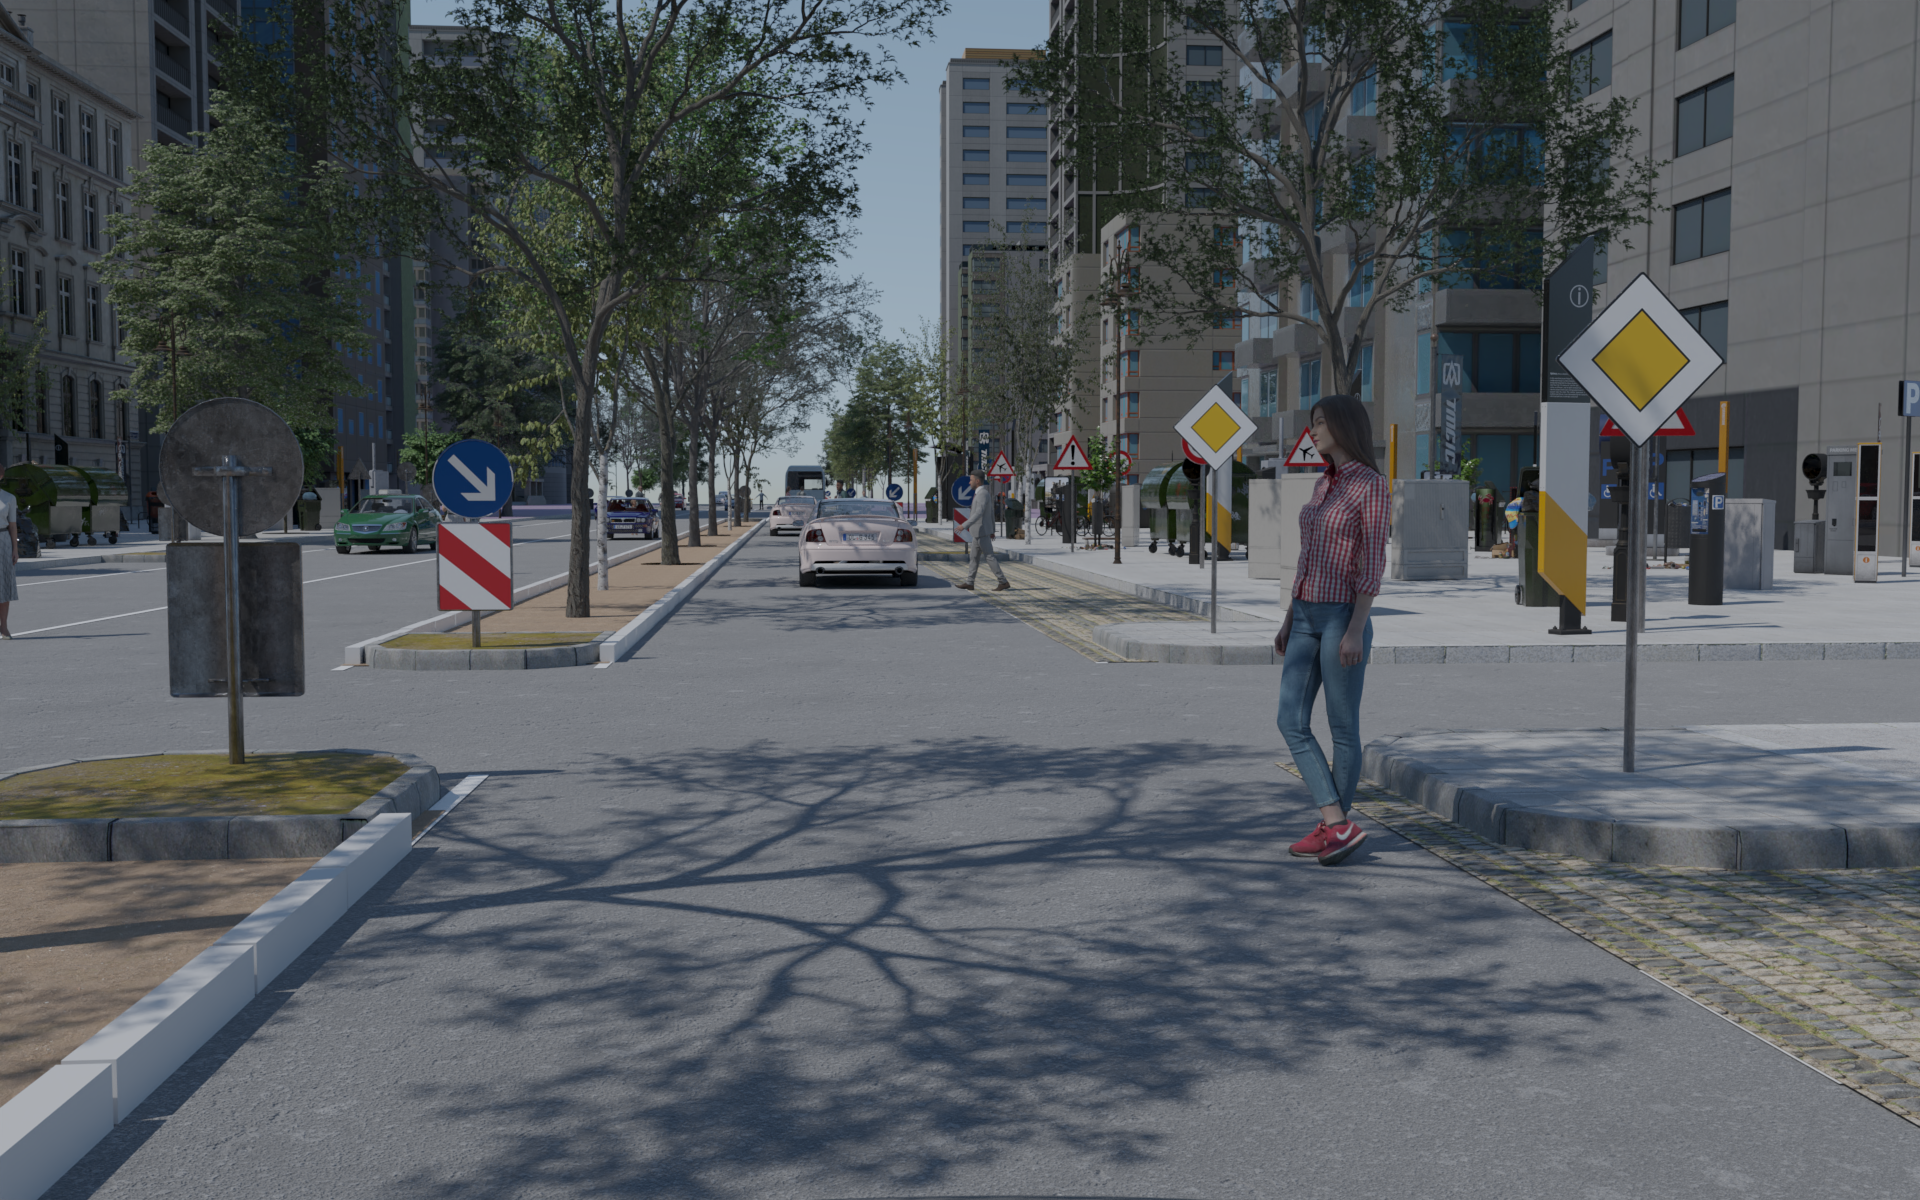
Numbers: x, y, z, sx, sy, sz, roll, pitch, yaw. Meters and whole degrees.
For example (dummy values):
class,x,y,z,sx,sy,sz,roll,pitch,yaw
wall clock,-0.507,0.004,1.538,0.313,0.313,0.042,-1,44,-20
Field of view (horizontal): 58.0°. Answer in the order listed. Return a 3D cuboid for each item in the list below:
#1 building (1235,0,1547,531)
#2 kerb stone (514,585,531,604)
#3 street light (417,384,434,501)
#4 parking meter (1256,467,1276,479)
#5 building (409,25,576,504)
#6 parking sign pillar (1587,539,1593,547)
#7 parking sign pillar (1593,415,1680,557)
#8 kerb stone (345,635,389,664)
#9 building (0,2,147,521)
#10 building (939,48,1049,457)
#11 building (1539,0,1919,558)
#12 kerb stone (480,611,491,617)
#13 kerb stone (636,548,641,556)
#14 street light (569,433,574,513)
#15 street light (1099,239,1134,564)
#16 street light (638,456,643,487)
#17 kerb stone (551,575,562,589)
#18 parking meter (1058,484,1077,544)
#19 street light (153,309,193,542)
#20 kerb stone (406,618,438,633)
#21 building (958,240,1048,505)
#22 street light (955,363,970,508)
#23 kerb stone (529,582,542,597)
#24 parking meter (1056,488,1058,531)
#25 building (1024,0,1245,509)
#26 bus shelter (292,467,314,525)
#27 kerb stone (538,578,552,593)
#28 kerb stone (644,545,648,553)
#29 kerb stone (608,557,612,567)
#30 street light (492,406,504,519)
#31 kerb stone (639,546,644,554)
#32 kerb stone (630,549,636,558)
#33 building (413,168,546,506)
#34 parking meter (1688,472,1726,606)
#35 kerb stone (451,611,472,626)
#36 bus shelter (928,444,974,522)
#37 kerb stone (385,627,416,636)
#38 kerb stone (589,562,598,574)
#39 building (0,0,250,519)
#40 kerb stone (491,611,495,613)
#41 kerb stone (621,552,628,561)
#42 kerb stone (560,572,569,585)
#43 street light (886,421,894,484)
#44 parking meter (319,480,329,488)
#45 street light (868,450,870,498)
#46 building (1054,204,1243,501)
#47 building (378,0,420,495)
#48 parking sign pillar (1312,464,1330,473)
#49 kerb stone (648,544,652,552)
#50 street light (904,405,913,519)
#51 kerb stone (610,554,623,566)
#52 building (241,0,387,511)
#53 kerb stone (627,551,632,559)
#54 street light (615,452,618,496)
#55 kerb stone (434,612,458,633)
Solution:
class,x,y,z,sx,sy,sz,roll,pitch,yaw
building,24.468,-27.668,71.973,23.786,49.044,30.456,0,4,-5
kerb stone,-5.913,-0.059,23.164,0.120,0.150,1.000,0,4,-5
street light,-22.483,-6.129,72.992,0.468,5.910,1.993,0,4,-5
parking meter,6.495,-1.907,36.890,0.399,1.863,0.255,-1,4,-22
building,-61.481,-41.511,220.697,21.231,58.520,28.212,0,4,-5
parking sign pillar,15.762,-3.272,41.975,1.447,3.967,1.447,1,4,22
parking sign pillar,14.249,-2.910,36.056,1.447,3.967,1.447,0,4,2
kerb stone,-5.127,0.441,14.980,0.120,0.150,1.000,0,4,-5
building,-43.483,-15.142,66.651,14.460,24.649,34.723,0,4,-5
building,7.731,-42.500,236.881,21.231,58.520,28.212,0,4,-5
building,28.627,-36.881,41.252,20.611,71.187,20.563,0,4,-5
kerb stone,-5.617,0.128,20.098,0.120,0.150,1.000,0,4,-5
kerb stone,-7.450,-1.058,39.495,0.120,0.150,1.000,0,4,-5
street light,-26.948,-9.025,120.346,0.468,5.910,1.993,0,4,-5
street light,2.896,-3.601,31.670,0.468,5.910,1.993,0,4,-5
street light,-31.870,-12.261,173.262,0.468,5.910,1.993,0,4,-5
kerb stone,-6.195,-0.247,26.237,0.120,0.150,1.000,0,4,-5
parking meter,2.845,-2.238,44.997,0.372,1.533,0.369,0,3,0
street light,-19.664,-4.320,43.414,0.468,5.910,1.993,0,4,-5
kerb stone,-5.325,0.316,17.024,0.120,0.150,1.000,0,4,-5
building,7.728,-26.305,201.787,14.160,30.474,14.107,0,4,-5
street light,0.130,-5.384,60.823,0.468,5.910,1.993,0,4,-5
kerb stone,-6.007,-0.120,24.191,0.120,0.150,1.000,0,4,-5
parking meter,3.400,-3.041,58.127,0.372,1.533,0.369,0,3,0
building,16.764,-43.121,143.280,20.563,71.187,20.611,0,4,-5
bus shelter,-26.089,-4.589,66.311,1.731,3.624,6.357,0,4,-5
kerb stone,-6.105,-0.185,25.219,0.120,0.150,1.000,0,4,-5
kerb stone,-7.645,-1.178,41.533,0.120,0.150,1.000,0,4,-5
kerb stone,-6.871,-0.684,33.382,0.120,0.150,1.000,0,4,-5
street light,-24.161,-7.217,90.791,0.468,5.910,1.993,0,4,-5
kerb stone,-7.547,-1.120,40.515,0.120,0.150,1.000,0,4,-5
kerb stone,-7.352,-0.996,38.478,0.120,0.150,1.000,0,4,-5
building,-64.188,-30.749,194.633,32.217,40.220,23.993,0,4,-5
parking meter,8.646,-0.712,20.045,0.372,1.533,0.369,0,3,0
kerb stone,-5.515,0.191,19.073,0.120,0.150,1.000,0,4,-5
bus shelter,-0.428,-5.601,82.864,1.731,3.624,6.357,0,4,-6
kerb stone,-5.221,0.384,16.002,0.120,0.150,1.000,0,4,-5
kerb stone,-6.773,-0.622,32.363,0.120,0.150,1.000,0,4,-5
building,-49.520,-40.196,95.454,20.563,71.187,20.611,0,4,-5
kerb stone,-5.712,0.066,21.123,0.120,0.150,1.000,0,4,-5
kerb stone,-7.158,-0.869,36.435,0.120,0.150,1.000,0,4,-5
kerb stone,-6.294,-0.308,27.254,0.120,0.150,1.000,0,4,-5
street light,-4.354,-8.270,107.997,0.468,5.910,1.993,0,4,-5
parking meter,-26.389,-4.051,71.941,0.255,1.863,0.399,1,4,13
street light,-7.225,-10.063,137.315,0.468,5.910,1.993,0,4,-5
building,22.397,-16.848,120.509,27.650,21.520,28.899,0,4,-5
building,-49.273,-27.245,129.045,14.154,41.232,14.086,0,4,-5
parking sign pillar,11.603,-3.991,53.719,1.447,3.967,1.447,0,4,-4
kerb stone,-7.732,-1.242,42.564,0.120,0.150,1.000,0,4,-5
street light,-2.691,-7.200,90.501,0.468,5.910,1.993,0,4,-5
kerb stone,-7.065,-0.809,35.417,0.120,0.150,1.000,0,4,-5
building,-46.907,-28.384,114.190,14.600,45.320,14.200,0,4,-5
kerb stone,-7.259,-0.933,37.452,0.120,0.150,1.000,0,4,-5
street light,-29.731,-10.825,149.768,0.468,5.910,1.993,0,4,-5
kerb stone,-5.419,0.258,18.042,0.120,0.150,1.000,0,4,-5
